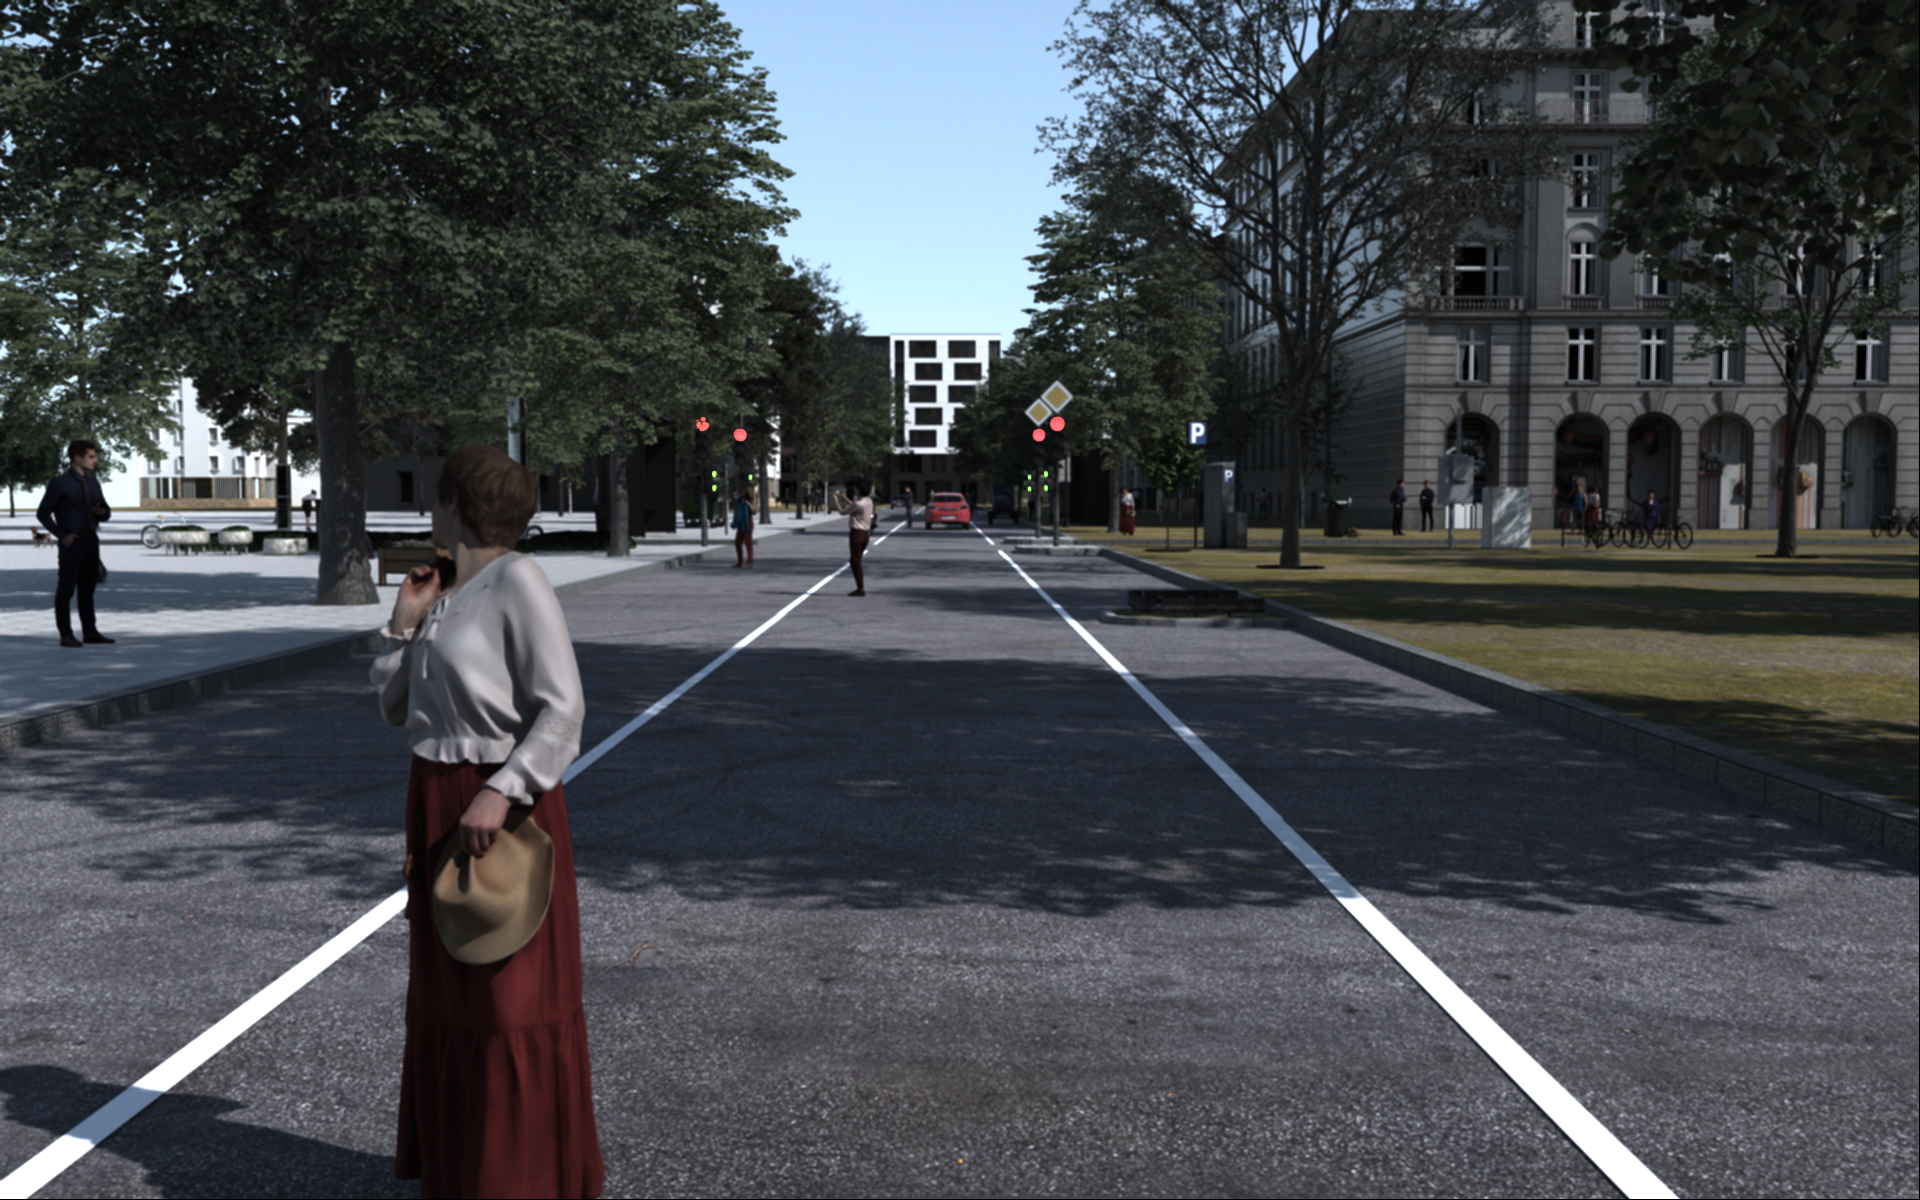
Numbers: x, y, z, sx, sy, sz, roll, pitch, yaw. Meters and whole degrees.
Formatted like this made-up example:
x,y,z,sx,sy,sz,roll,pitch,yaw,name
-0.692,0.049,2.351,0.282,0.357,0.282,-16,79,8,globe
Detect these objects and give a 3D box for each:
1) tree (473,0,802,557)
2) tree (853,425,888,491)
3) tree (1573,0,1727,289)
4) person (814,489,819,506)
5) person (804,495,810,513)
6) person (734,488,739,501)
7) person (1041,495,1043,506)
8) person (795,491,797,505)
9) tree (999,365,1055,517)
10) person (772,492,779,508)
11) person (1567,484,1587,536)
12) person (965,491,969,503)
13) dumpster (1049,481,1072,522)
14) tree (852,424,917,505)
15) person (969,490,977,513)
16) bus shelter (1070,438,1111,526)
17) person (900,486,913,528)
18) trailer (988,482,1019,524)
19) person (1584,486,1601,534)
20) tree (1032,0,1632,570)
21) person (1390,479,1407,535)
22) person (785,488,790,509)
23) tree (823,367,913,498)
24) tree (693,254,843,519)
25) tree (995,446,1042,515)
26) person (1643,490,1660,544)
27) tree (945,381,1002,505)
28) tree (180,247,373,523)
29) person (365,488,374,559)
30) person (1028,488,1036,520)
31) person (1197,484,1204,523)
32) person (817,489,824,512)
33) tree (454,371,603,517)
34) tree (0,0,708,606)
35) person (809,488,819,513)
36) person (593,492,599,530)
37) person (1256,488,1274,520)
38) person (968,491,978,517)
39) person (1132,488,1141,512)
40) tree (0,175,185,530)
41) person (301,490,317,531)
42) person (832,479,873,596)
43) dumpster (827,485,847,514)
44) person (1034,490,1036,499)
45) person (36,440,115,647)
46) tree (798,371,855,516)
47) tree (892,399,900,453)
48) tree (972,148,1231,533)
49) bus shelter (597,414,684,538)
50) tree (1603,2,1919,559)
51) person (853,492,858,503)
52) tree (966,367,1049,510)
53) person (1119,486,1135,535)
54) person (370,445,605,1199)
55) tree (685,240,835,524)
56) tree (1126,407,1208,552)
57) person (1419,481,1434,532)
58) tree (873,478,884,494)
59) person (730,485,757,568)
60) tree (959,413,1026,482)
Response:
x,y,z,sx,sy,sz,roll,pitch,yaw,name
-6.852,-7.187,35.635,7.486,12.596,7.792,0,3,0,tree
-8.852,-13.747,175.133,4.360,8.622,3.978,0,3,0,tree
5.557,-6.087,6.182,9.857,13.997,8.962,0,3,0,tree
-16.672,-11.765,198.271,0.599,1.838,0.709,2,4,35,person
-10.314,-6.686,118.594,0.697,1.427,0.421,0,4,-1,person
-16.882,-7.607,131.134,0.721,1.735,1.217,1,4,11,person
8.672,-10.872,186.993,0.628,1.438,0.799,-3,5,-44,person
-18.962,-11.883,201.255,0.530,1.710,0.541,0,4,0,person
3.951,-9.064,98.566,4.360,8.622,3.978,0,3,0,tree
-16.568,-8.948,155.569,0.697,1.427,0.421,0,4,-1,person
19.022,-2.786,53.471,0.647,1.594,0.662,2,4,34,person
0.698,-9.212,159.911,0.445,1.727,0.742,2,4,25,person
4.730,-4.480,79.012,1.264,1.857,1.865,0,4,-1,dumpster
-8.922,-16.316,201.172,8.767,10.594,7.601,1,4,10,tree
1.030,-7.248,127.451,0.683,1.767,0.568,-3,4,-39,person
5.275,-4.924,71.786,1.731,3.624,6.357,0,4,0,bus shelter
-2.292,-3.986,74.117,0.568,1.767,0.683,0,4,-6,person
2.062,-4.668,83.364,1.471,1.999,3.904,0,4,0,trailer
20.021,-2.835,54.865,0.523,1.526,0.387,3,4,36,person
5.773,-7.273,29.278,12.009,13.543,11.850,0,3,0,tree
13.671,-2.877,53.783,0.504,1.737,0.576,3,4,36,person
-15.345,-9.035,153.908,0.705,1.807,1.348,0,4,6,person
-7.698,-12.857,135.968,9.928,11.665,9.643,0,3,0,tree
-8.106,-10.855,87.845,12.009,13.543,11.850,0,3,0,tree
3.827,-7.617,108.254,4.285,4.588,4.351,0,3,0,tree
18.116,-2.108,45.340,0.453,1.535,0.546,-1,4,-9,person
3.107,-17.742,196.738,9.857,13.997,8.962,0,3,0,tree
-29.486,-10.278,75.472,7.806,13.903,7.818,0,3,0,tree
-11.834,-1.657,34.055,0.530,1.710,0.541,-2,4,-27,person
3.595,-4.730,84.843,0.566,1.644,0.517,0,4,1,person
10.582,-4.234,76.187,0.530,1.710,0.541,2,4,27,person
-10.226,-7.317,126.601,0.530,1.710,0.541,-1,4,-15,person
-22.835,-10.017,98.184,8.767,10.594,7.601,0,4,6,tree
-7.127,-6.912,19.674,9.857,13.997,8.962,0,3,0,tree
-9.847,-6.727,116.842,0.655,1.722,0.431,0,4,-1,person
-11.575,-2.928,56.128,0.614,1.554,0.590,-1,4,-20,person
14.924,-4.715,85.090,0.963,1.587,0.435,2,4,23,person
0.783,-6.103,110.145,0.647,1.594,0.662,-2,4,-33,person
12.270,-6.971,120.964,0.756,1.711,0.436,0,4,1,person
-31.314,-8.760,61.356,7.486,12.596,7.792,0,3,0,tree
-22.524,-3.112,60.118,0.628,1.438,0.799,-2,4,-24,person
-1.499,-0.879,24.329,0.517,1.644,0.566,-1,4,-23,person
-7.837,-6.376,110.003,1.264,1.857,1.865,0,4,-1,dumpster
7.485,-10.075,171.284,1.217,1.766,0.721,1,4,11,person
-7.416,-0.484,14.666,0.504,1.737,0.576,0,4,7,person
-8.118,-9.289,102.233,4.737,8.622,4.395,0,3,0,tree
-7.810,-12.081,115.649,7.486,12.596,7.792,0,3,0,tree
5.356,-8.513,57.321,7.486,12.596,7.792,0,3,0,tree
-9.725,-3.799,53.396,1.731,3.624,6.357,0,4,-1,bus shelter
16.790,-6.647,34.428,9.928,11.665,9.643,0,3,0,tree
-4.663,-4.150,78.304,0.435,1.587,0.963,-1,4,-13,person
4.336,-12.963,137.707,9.928,11.665,9.643,0,3,0,tree
5.208,-2.781,53.988,0.523,1.526,0.387,0,4,5,person
-0.886,0.470,3.291,0.387,1.526,0.523,-3,5,-43,person
-8.401,-9.262,73.488,6.751,12.117,7.091,0,3,0,tree
4.767,-2.694,38.656,1.663,3.219,1.824,0,3,0,tree
15.844,-3.191,58.925,0.576,1.737,0.504,3,4,37,person
-9.041,-11.699,185.876,1.663,3.219,1.824,0,3,0,tree
-4.197,-1.429,33.567,0.444,1.614,0.593,-1,4,-19,person
3.620,-14.436,170.446,8.767,10.594,7.601,1,4,19,tree
